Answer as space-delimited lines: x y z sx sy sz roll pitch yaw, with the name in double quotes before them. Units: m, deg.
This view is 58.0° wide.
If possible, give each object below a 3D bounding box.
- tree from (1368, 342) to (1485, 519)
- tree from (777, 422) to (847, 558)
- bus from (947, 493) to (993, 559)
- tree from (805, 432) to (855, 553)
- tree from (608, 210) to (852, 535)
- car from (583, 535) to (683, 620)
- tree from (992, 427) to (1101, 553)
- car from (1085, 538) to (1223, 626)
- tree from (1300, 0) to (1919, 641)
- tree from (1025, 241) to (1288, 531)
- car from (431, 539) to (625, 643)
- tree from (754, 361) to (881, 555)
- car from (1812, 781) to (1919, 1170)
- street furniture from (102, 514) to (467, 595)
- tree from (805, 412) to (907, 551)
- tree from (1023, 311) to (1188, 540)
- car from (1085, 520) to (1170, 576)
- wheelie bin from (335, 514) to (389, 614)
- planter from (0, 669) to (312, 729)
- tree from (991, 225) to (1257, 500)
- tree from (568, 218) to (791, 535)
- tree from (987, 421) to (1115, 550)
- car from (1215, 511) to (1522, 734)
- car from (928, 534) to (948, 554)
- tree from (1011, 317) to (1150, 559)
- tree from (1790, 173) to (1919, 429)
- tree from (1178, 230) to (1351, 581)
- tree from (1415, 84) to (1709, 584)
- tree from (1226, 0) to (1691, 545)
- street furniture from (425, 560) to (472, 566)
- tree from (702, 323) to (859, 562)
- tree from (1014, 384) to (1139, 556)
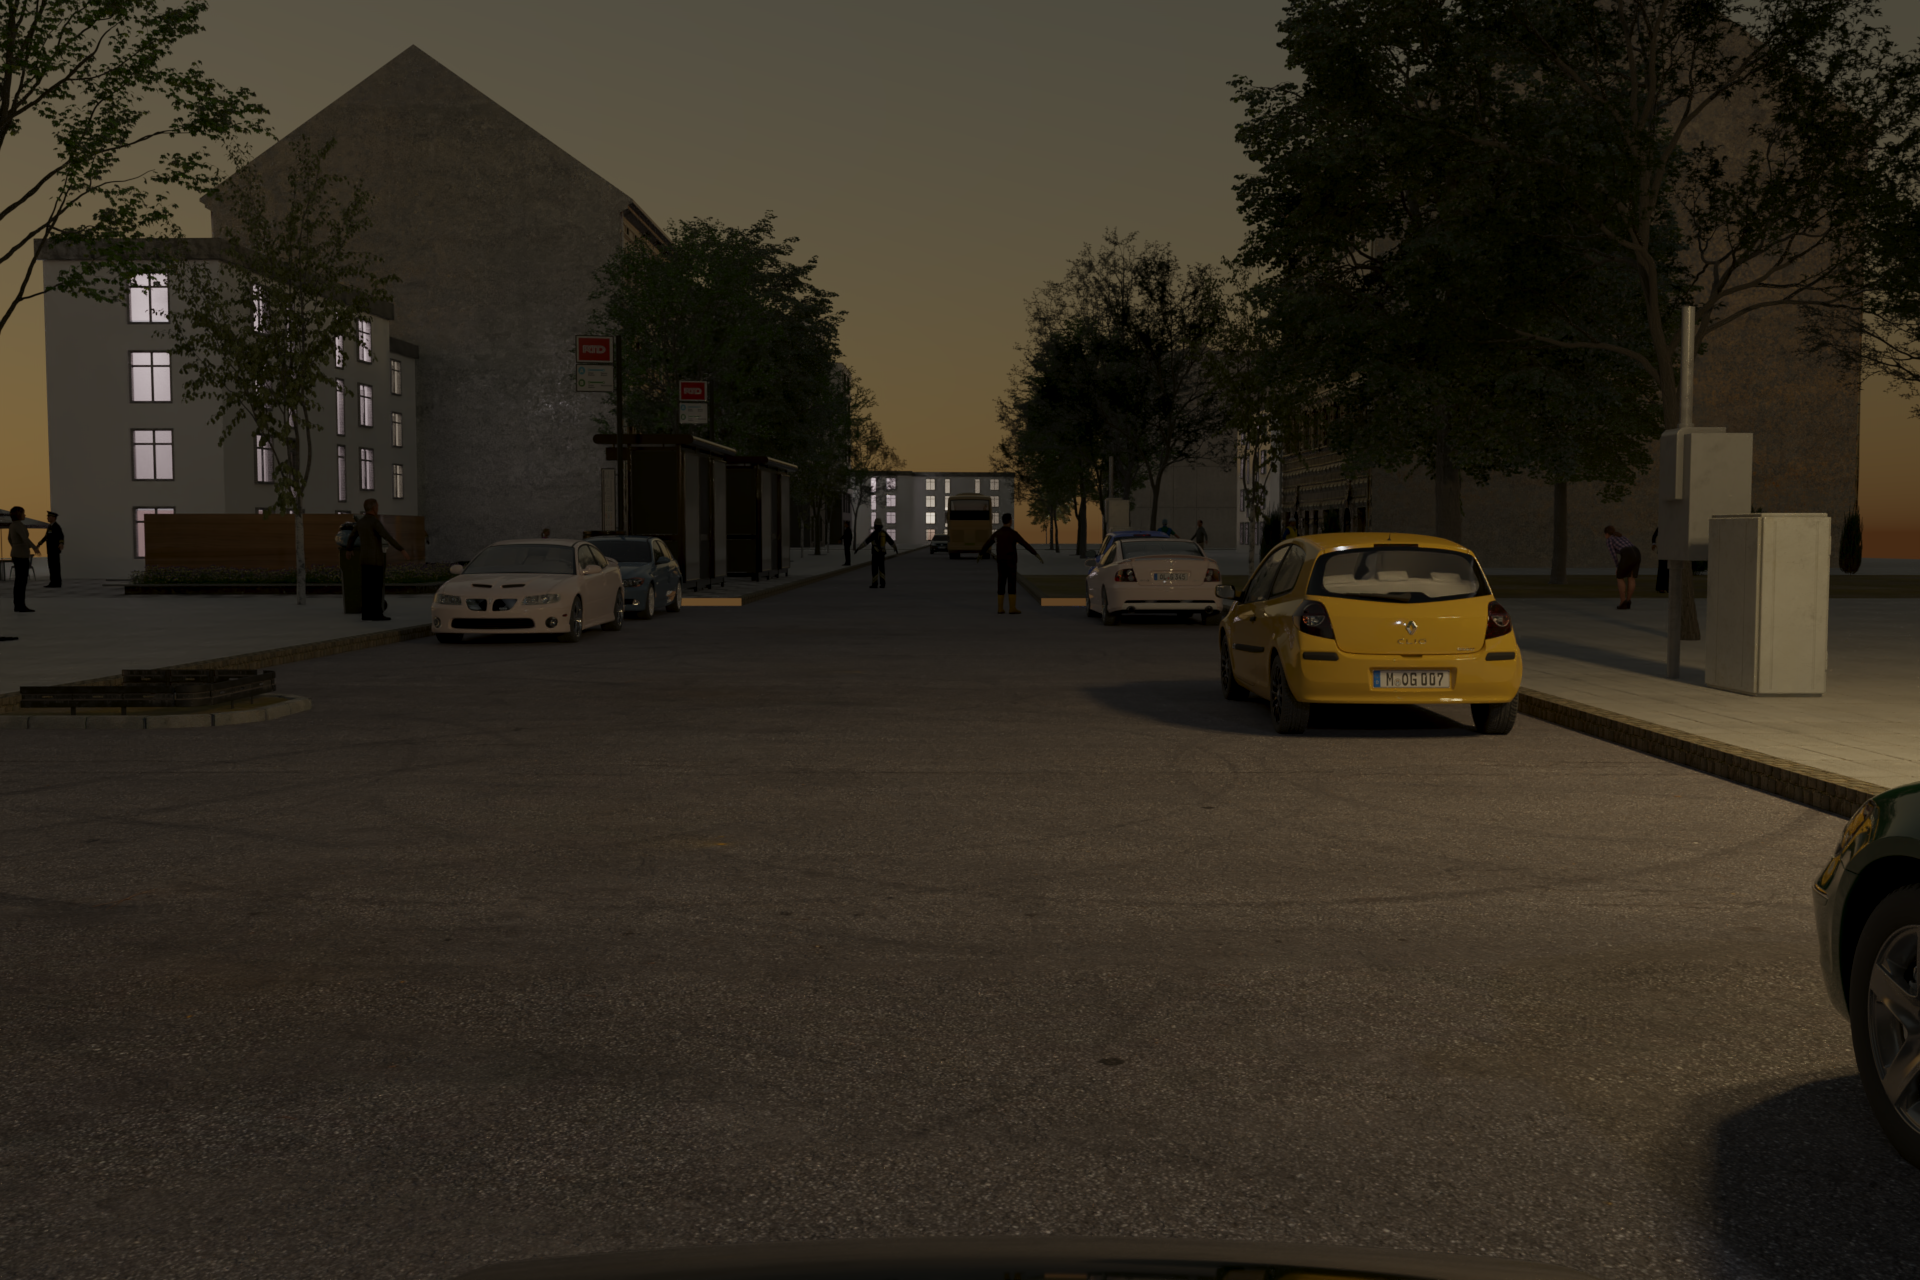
"tree" 14.490 -6.199 51.714 4.737 8.622 4.395 0 3 0
"tree" -8.246 -8.705 92.691 4.737 8.622 4.395 0 3 0
"bus" 0.580 -6.787 102.517 2.896 3.916 12.252 0 4 0
"tree" -8.810 -10.118 115.785 4.360 8.622 3.978 0 3 0
"tree" -9.038 -9.850 67.696 9.857 13.997 8.962 0 3 0
"car" -6.007 -1.130 30.471 2.014 1.417 4.499 0 4 0
"tree" 6.444 -11.289 118.993 7.601 10.594 8.767 2 4 32
"car" 3.137 -0.984 28.455 2.083 1.381 4.827 0 4 -1
"tree" 8.692 -5.295 20.987 8.767 10.594 7.601 -2 4 -24
"tree" 6.223 -7.449 56.205 8.767 10.594 7.601 0 4 5
"car" -5.958 -0.732 24.334 2.083 1.381 4.827 0 4 0
"tree" -8.643 -10.925 104.381 9.928 11.665 9.643 0 3 0
"car" 3.054 0.573 2.429 2.131 1.459 4.920 0 4 0
"street furniture" -14.366 -1.955 38.816 11.010 1.723 9.812 0 4 -3
"tree" -8.191 -12.150 133.066 8.767 10.594 7.601 0 4 1
"tree" 6.719 -9.446 80.195 9.928 11.665 9.643 0 3 0
"car" 3.454 -1.505 34.192 1.945 1.707 3.694 0 4 0
"wheelie bin" -9.681 -1.230 28.021 0.693 1.594 0.980 0 4 0
"planter" -6.310 0.454 13.714 1.991 0.319 1.994 0 4 0
"tree" 6.584 -9.679 68.623 12.009 13.543 11.850 0 3 0
"tree" -9.278 -8.025 56.967 9.928 11.665 9.643 0 3 0
"tree" 7.289 -13.897 137.582 12.009 13.543 11.850 0 3 0
"car" 3.118 -0.220 13.818 2.015 1.641 3.980 0 4 0
"car" -1.285 -7.017 124.511 2.009 1.686 4.222 0 4 0
"tree" 6.086 -10.557 90.741 7.486 12.596 7.792 0 3 0
"tree" 27.038 -8.205 44.527 12.009 13.543 11.850 0 3 0
"tree" 7.507 -5.664 42.964 4.737 8.622 4.395 0 3 0
"tree" 15.252 -7.723 44.405 7.486 12.596 7.792 0 3 0
"tree" 9.556 -7.751 33.377 9.857 13.997 8.962 0 3 0
"street furniture" -14.724 -2.160 50.948 5.734 0.657 10.072 -3 5 -45
"tree" -8.403 -9.465 80.506 9.928 11.665 9.643 0 3 0
"tree" 7.093 -10.871 103.499 9.928 11.665 9.643 0 3 0
